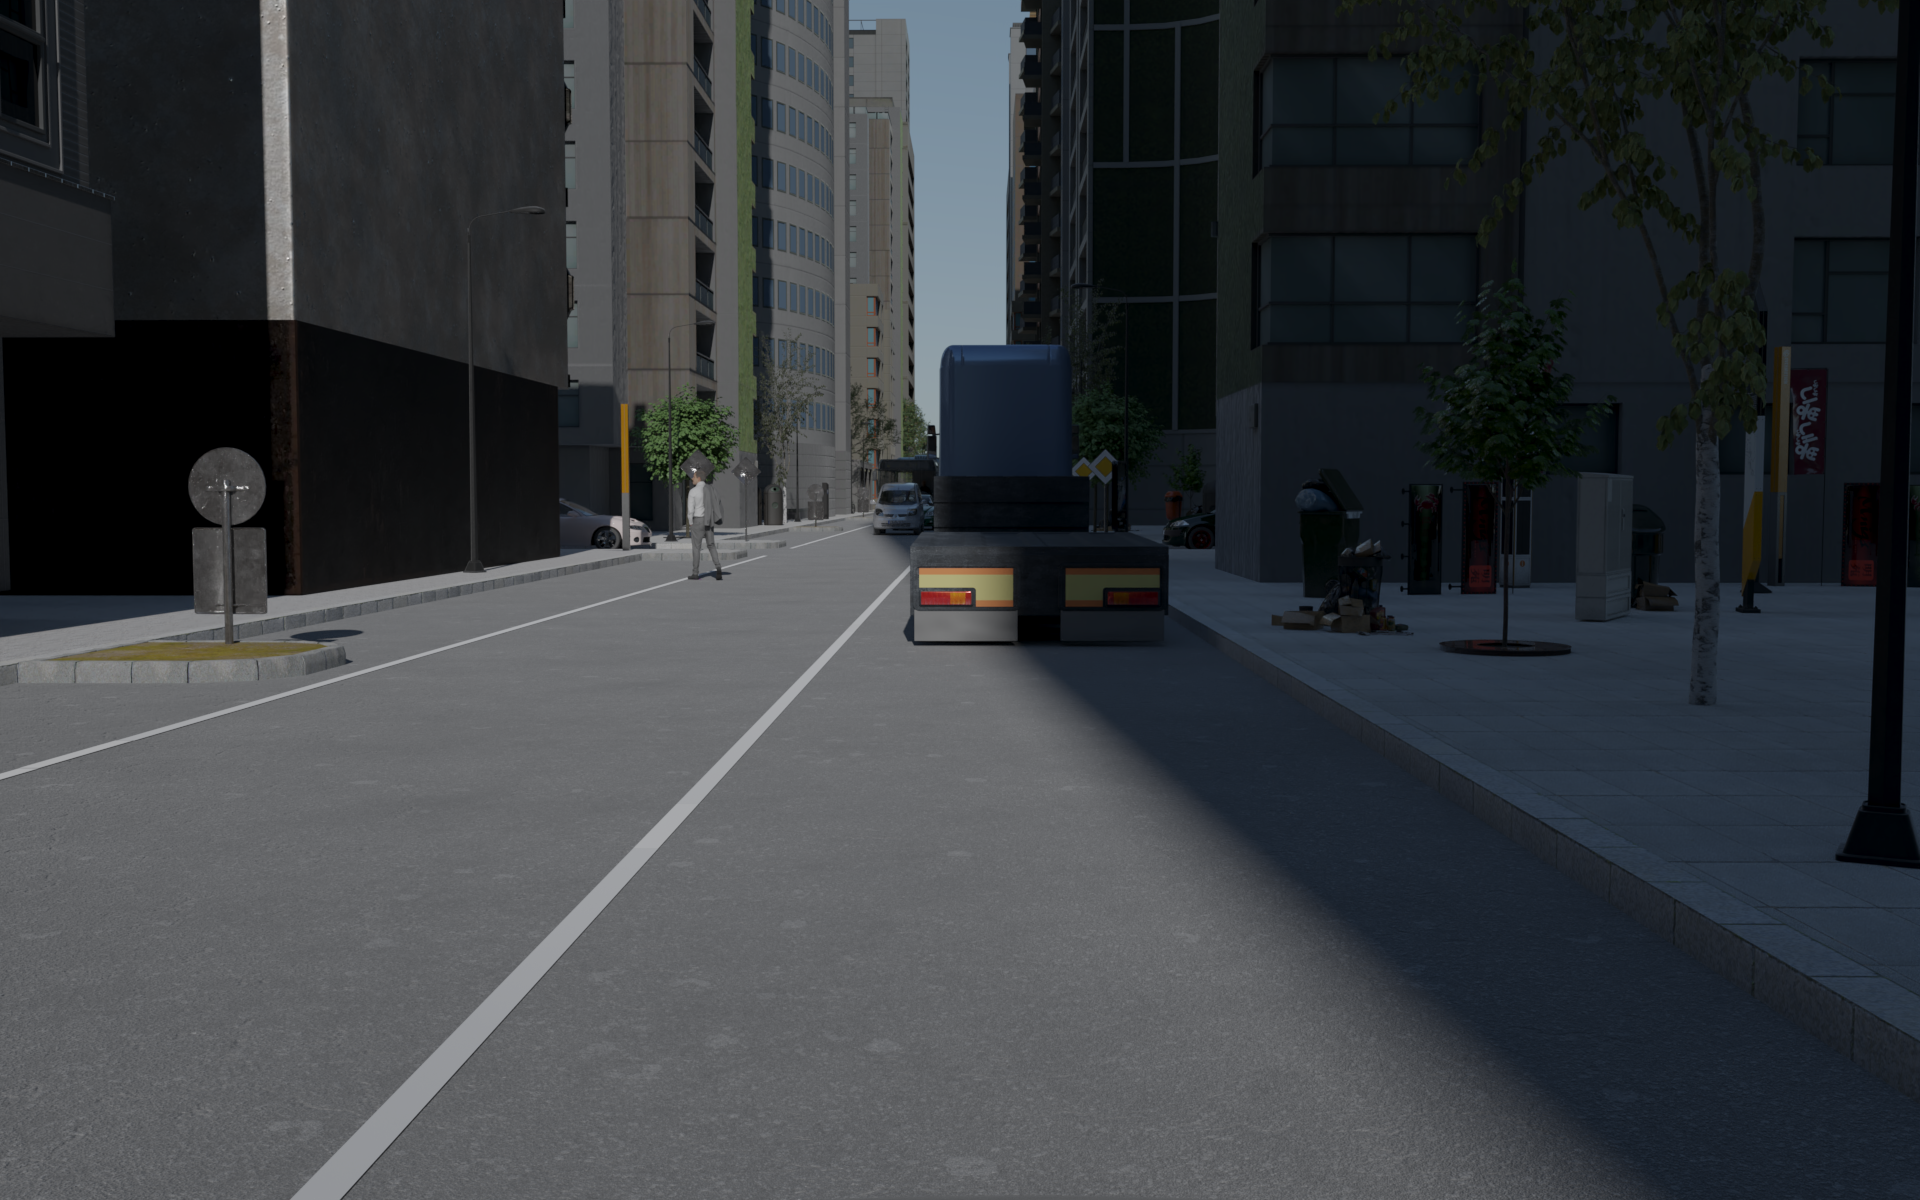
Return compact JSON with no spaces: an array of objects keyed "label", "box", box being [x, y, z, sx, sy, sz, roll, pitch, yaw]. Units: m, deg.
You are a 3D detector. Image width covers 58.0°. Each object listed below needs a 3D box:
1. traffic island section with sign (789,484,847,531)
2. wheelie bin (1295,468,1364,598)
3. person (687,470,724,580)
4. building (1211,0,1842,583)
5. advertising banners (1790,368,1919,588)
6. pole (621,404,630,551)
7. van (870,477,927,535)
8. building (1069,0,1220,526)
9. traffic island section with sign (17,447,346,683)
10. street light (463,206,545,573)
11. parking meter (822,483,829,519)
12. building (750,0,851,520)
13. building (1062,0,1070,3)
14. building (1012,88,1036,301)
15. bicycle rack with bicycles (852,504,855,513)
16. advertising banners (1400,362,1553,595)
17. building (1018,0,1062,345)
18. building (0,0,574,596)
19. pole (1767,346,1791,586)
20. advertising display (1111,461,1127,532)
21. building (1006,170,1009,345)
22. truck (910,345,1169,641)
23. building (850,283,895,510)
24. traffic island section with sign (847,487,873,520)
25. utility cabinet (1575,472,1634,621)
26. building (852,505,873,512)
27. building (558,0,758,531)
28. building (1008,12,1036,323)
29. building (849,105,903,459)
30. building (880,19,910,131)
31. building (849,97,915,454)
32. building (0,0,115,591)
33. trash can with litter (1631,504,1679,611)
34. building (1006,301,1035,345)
[{"label":"traffic island section with sign","box":[-5.570,-3.588,67.284,1.989,1.847,2.006,0,4,1]},{"label":"wheelie bin","box":[4.570,-0.832,21.518,0.693,1.594,0.980,2,4,32]},{"label":"person","box":[-4.234,-1.238,28.836,0.679,1.850,0.850,-3,5,-42]},{"label":"building","box":[11.432,-15.853,30.905,14.160,30.474,14.107,0,4,1]},{"label":"advertising banners","box":[12.495,-1.694,23.883,2.074,3.025,0.090,1,4,20]},{"label":"pole","box":[-7.592,-2.782,39.322,0.158,3.312,0.155,0,3,0]},{"label":"van","box":[-2.163,-3.343,61.676,2.013,2.044,4.112,0,4,1]},{"label":"building","box":[13.208,-38.827,73.080,20.563,71.187,20.611,0,4,1]},{"label":"traffic island section with sign","box":[-6.161,-0.333,14.069,1.989,1.847,2.006,0,4,1]},{"label":"street light","box":[-7.393,-3.400,28.131,1.470,5.913,1.316,0,4,1]},{"label":"parking meter","box":[-6.834,-5.033,87.997,0.255,1.863,0.399,1,4,14]},{"label":"building","box":[-17.680,-33.887,96.056,21.231,58.520,28.212,0,4,1]},{"label":"building","box":[16.700,-34.482,105.781,21.231,58.520,28.212,0,4,1]},{"label":"building","box":[12.791,-33.025,190.067,14.600,45.320,14.200,0,4,1]},{"label":"bicycle rack with bicycles","box":[-8.034,-6.207,114.867,2.852,0.926,2.925,3,5,43]},{"label":"advertising banners","box":[6.615,-1.585,22.096,2.074,3.025,0.090,-1,4,-12]},{"label":"building","box":[15.887,-29.629,139.058,22.147,44.769,28.867,0,4,1]},{"label":"building","box":[-16.563,-9.922,29.679,16.811,18.784,16.820,0,4,1]},{"label":"pole","box":[11.389,-1.849,24.075,0.158,3.312,0.155,0,3,0]},{"label":"advertising display","box":[3.099,-1.745,33.740,0.123,1.923,0.974,1,4,15]},{"label":"building","box":[17.317,-37.992,244.877,21.300,48.544,21.600,0,4,1]},{"label":"truck","box":[0.793,-2.183,25.458,2.967,4.110,18.799,0,4,0]},{"label":"building","box":[-20.408,-19.088,157.120,27.650,21.520,28.899,0,4,1]},{"label":"traffic island section with sign","box":[-5.266,-5.300,95.282,1.989,1.847,2.006,0,4,1]},{"label":"utility cabinet","box":[6.640,-0.558,17.801,0.318,1.500,1.173,2,4,33]},{"label":"building","box":[-17.179,-42.361,130.858,20.563,71.187,20.611,0,4,1]},{"label":"building","box":[-15.220,-23.114,61.514,14.154,41.232,14.086,0,4,1]},{"label":"building","box":[16.641,-41.425,219.297,21.231,58.520,28.212,0,4,1]},{"label":"building","box":[-13.176,-30.232,177.891,14.154,41.232,14.086,0,4,1]},{"label":"building","box":[-15.855,-50.664,266.608,20.563,71.187,20.611,0,4,1]},{"label":"building","box":[-16.676,-36.201,215.586,21.300,48.544,21.600,0,4,1]},{"label":"building","box":[-15.358,-12.944,5.148,14.314,27.812,24.014,0,4,1]},{"label":"trash can with litter","box":[7.722,-0.488,19.365,0.624,1.170,1.055,0,4,-4]},{"label":"building","box":[18.585,-19.828,169.219,27.650,21.520,28.899,0,4,1]}]
